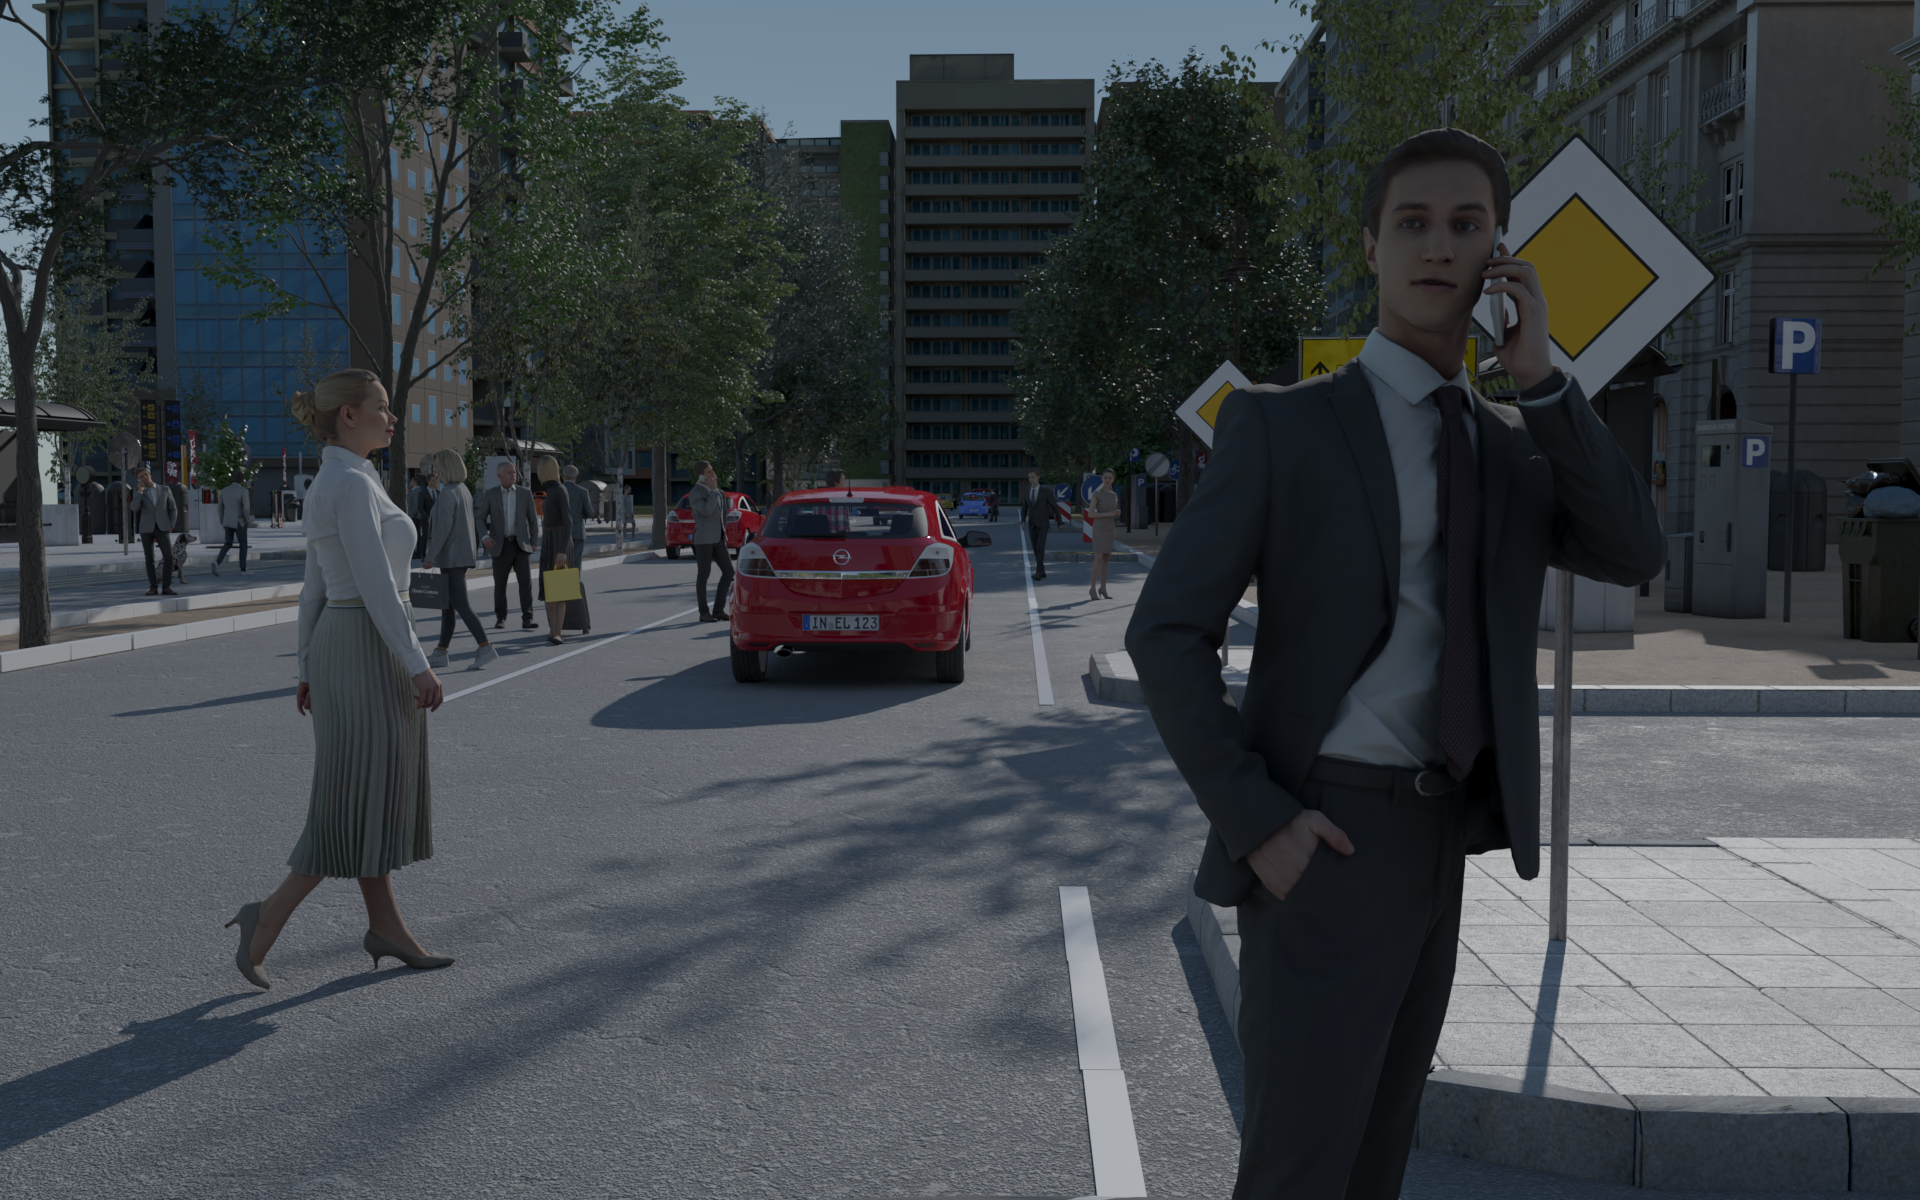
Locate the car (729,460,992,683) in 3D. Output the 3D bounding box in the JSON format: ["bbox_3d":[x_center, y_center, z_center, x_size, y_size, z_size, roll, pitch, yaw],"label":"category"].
[{"bbox_3d":[-0.807,-0.342,14.635,2.155,1.783,4.494,0,4,1],"label":"car"}]

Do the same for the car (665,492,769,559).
[{"bbox_3d":[-5.463,-1.860,39.448,2.155,1.783,4.494,0,4,3],"label":"car"}]

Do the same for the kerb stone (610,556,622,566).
[{"bbox_3d":[-7.033,-0.773,34.845,0.120,0.150,1.000,0,4,2],"label":"kerb stone"}]

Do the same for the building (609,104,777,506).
[{"bbox_3d":[-35.678,-33.216,197.700,28.867,44.769,22.147,0,4,2],"label":"building"}]

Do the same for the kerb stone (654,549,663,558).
[{"bbox_3d":[-6.888,-1.020,38.951,0.120,0.150,1.000,0,4,2],"label":"kerb stone"}]

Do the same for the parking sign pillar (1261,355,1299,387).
[{"bbox_3d":[5.783,-2.568,30.456,1.447,3.967,1.447,2,4,34],"label":"parking sign pillar"}]

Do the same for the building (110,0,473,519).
[{"bbox_3d":[-36.302,-27.262,95.840,14.600,45.320,14.200,0,4,2],"label":"building"}]

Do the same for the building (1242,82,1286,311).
[{"bbox_3d":[36.598,-33.119,191.605,14.200,45.320,14.600,0,4,2],"label":"building"}]

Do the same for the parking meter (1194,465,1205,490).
[{"bbox_3d":[5.394,-2.021,38.754,0.255,1.863,0.399,-1,4,-9],"label":"parking meter"}]

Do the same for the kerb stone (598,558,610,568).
[{"bbox_3d":[-7.060,-0.711,33.823,0.120,0.150,1.000,0,4,2],"label":"kerb stone"}]

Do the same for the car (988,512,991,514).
[{"bbox_3d":[1.470,-7.155,128.786,2.131,1.459,4.920,0,4,1],"label":"car"}]

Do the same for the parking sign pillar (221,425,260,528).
[{"bbox_3d":[-27.266,-4.706,65.410,1.447,3.967,1.447,1,4,13],"label":"parking sign pillar"}]

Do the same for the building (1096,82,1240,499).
[{"bbox_3d":[22.388,-33.114,191.527,14.200,45.320,14.600,0,4,2],"label":"building"}]

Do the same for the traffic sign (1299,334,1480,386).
[{"bbox_3d":[5.491,-1.738,22.286,2.265,3.308,0.079,0,4,5],"label":"traffic sign"}]

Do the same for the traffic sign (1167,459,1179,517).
[{"bbox_3d":[7.879,-3.834,62.793,0.768,2.556,0.104,0,4,5],"label":"traffic sign"}]

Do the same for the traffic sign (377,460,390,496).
[{"bbox_3d":[-20.316,-3.750,61.412,0.768,2.556,0.104,1,4,11],"label":"traffic sign"}]

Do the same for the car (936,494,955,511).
[{"bbox_3d":[-1.433,-8.427,148.000,2.015,1.641,3.980,0,4,1],"label":"car"}]

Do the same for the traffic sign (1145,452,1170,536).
[{"bbox_3d":[6.046,-3.245,53.163,0.768,2.556,0.104,0,4,3],"label":"traffic sign"}]

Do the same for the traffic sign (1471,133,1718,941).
[{"bbox_3d":[1.720,-0.079,4.928,0.795,2.450,0.064,0,4,2],"label":"traffic sign"}]

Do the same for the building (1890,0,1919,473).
[{"bbox_3d":[32.858,-14.349,31.872,25.104,27.353,12.463,0,4,2],"label":"building"}]

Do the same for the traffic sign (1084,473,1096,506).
[{"bbox_3d":[6.309,-5.020,84.213,0.606,2.300,0.079,1,4,11],"label":"traffic sign"}]

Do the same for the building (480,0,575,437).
[{"bbox_3d":[-38.896,-28.330,117.815,22.147,44.769,28.867,0,4,2],"label":"building"}]

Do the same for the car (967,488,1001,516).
[{"bbox_3d":[1.561,-6.580,116.261,2.281,1.827,5.304,0,4,3],"label":"car"}]

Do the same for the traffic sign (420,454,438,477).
[{"bbox_3d":[-16.628,-3.325,54.466,0.768,2.556,0.104,0,4,8],"label":"traffic sign"}]

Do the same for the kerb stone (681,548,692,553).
[{"bbox_3d":[-6.754,-1.269,43.038,0.120,0.150,1.000,0,4,2],"label":"kerb stone"}]

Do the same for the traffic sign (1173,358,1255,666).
[{"bbox_3d":[1.981,-0.567,12.909,0.795,2.450,0.064,0,4,2],"label":"traffic sign"}]

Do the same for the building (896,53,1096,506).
[{"bbox_3d":[4.064,-34.932,194.846,21.600,48.544,21.300,0,4,2],"label":"building"}]

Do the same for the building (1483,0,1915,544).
[{"bbox_3d":[26.247,-13.033,54.894,13.314,21.916,24.055,0,4,2],"label":"building"}]

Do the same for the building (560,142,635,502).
[{"bbox_3d":[-35.014,-22.815,144.718,14.107,30.474,14.160,0,4,2],"label":"building"}]

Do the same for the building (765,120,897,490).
[{"bbox_3d":[-14.189,-31.137,192.689,14.086,41.232,14.154,0,4,2],"label":"building"}]

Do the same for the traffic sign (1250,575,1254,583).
[{"bbox_3d":[4.218,-1.521,24.974,0.768,2.556,0.104,1,4,10],"label":"traffic sign"}]

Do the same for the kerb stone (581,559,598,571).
[{"bbox_3d":[-7.093,-0.646,32.798,0.120,0.150,1.000,0,4,2],"label":"kerb stone"}]

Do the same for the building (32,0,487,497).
[{"bbox_3d":[-56.897,-29.766,141.304,28.867,44.769,22.147,0,4,2],"label":"building"}]

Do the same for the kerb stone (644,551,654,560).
[{"bbox_3d":[-6.928,-0.959,37.921,0.120,0.150,1.000,0,4,2],"label":"kerb stone"}]

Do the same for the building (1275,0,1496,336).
[{"bbox_3d":[38.717,-27.181,136.295,32.217,40.220,23.993,0,4,2],"label":"building"}]

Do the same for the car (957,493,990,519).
[{"bbox_3d":[0.791,-5.563,100.549,1.945,1.707,3.694,0,4,1],"label":"car"}]

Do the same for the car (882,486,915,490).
[{"bbox_3d":[-2.868,-4.415,80.862,2.281,1.827,5.304,0,4,4],"label":"car"}]

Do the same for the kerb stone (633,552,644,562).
[{"bbox_3d":[-6.963,-0.890,36.900,0.120,0.150,1.000,0,4,2],"label":"kerb stone"}]

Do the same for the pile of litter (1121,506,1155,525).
[{"bbox_3d":[7.483,-3.577,72.454,1.176,0.858,1.719,-2,4,-24],"label":"pile of litter"}]

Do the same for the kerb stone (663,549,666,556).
[{"bbox_3d":[-6.862,-1.087,39.972,0.120,0.150,1.000,0,4,2],"label":"kerb stone"}]

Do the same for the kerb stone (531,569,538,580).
[{"bbox_3d":[-7.238,-0.396,28.694,0.120,0.150,1.000,0,4,2],"label":"kerb stone"}]

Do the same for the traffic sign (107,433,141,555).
[{"bbox_3d":[-17.433,-2.203,36.132,0.768,2.556,0.104,1,4,9],"label":"traffic sign"}]

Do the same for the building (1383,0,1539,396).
[{"bbox_3d":[26.063,-15.178,77.038,11.050,23.489,19.941,0,4,2],"label":"building"}]

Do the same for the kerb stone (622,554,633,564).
[{"bbox_3d":[-6.993,-0.837,35.875,0.120,0.150,1.000,0,4,2],"label":"kerb stone"}]

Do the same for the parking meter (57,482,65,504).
[{"bbox_3d":[-43.787,-4.819,84.502,0.255,1.863,0.399,2,4,35],"label":"parking meter"}]

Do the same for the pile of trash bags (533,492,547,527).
[{"bbox_3d":[-17.818,-3.543,67.684,3.447,1.369,1.912,0,4,-3],"label":"pile of trash bags"}]
